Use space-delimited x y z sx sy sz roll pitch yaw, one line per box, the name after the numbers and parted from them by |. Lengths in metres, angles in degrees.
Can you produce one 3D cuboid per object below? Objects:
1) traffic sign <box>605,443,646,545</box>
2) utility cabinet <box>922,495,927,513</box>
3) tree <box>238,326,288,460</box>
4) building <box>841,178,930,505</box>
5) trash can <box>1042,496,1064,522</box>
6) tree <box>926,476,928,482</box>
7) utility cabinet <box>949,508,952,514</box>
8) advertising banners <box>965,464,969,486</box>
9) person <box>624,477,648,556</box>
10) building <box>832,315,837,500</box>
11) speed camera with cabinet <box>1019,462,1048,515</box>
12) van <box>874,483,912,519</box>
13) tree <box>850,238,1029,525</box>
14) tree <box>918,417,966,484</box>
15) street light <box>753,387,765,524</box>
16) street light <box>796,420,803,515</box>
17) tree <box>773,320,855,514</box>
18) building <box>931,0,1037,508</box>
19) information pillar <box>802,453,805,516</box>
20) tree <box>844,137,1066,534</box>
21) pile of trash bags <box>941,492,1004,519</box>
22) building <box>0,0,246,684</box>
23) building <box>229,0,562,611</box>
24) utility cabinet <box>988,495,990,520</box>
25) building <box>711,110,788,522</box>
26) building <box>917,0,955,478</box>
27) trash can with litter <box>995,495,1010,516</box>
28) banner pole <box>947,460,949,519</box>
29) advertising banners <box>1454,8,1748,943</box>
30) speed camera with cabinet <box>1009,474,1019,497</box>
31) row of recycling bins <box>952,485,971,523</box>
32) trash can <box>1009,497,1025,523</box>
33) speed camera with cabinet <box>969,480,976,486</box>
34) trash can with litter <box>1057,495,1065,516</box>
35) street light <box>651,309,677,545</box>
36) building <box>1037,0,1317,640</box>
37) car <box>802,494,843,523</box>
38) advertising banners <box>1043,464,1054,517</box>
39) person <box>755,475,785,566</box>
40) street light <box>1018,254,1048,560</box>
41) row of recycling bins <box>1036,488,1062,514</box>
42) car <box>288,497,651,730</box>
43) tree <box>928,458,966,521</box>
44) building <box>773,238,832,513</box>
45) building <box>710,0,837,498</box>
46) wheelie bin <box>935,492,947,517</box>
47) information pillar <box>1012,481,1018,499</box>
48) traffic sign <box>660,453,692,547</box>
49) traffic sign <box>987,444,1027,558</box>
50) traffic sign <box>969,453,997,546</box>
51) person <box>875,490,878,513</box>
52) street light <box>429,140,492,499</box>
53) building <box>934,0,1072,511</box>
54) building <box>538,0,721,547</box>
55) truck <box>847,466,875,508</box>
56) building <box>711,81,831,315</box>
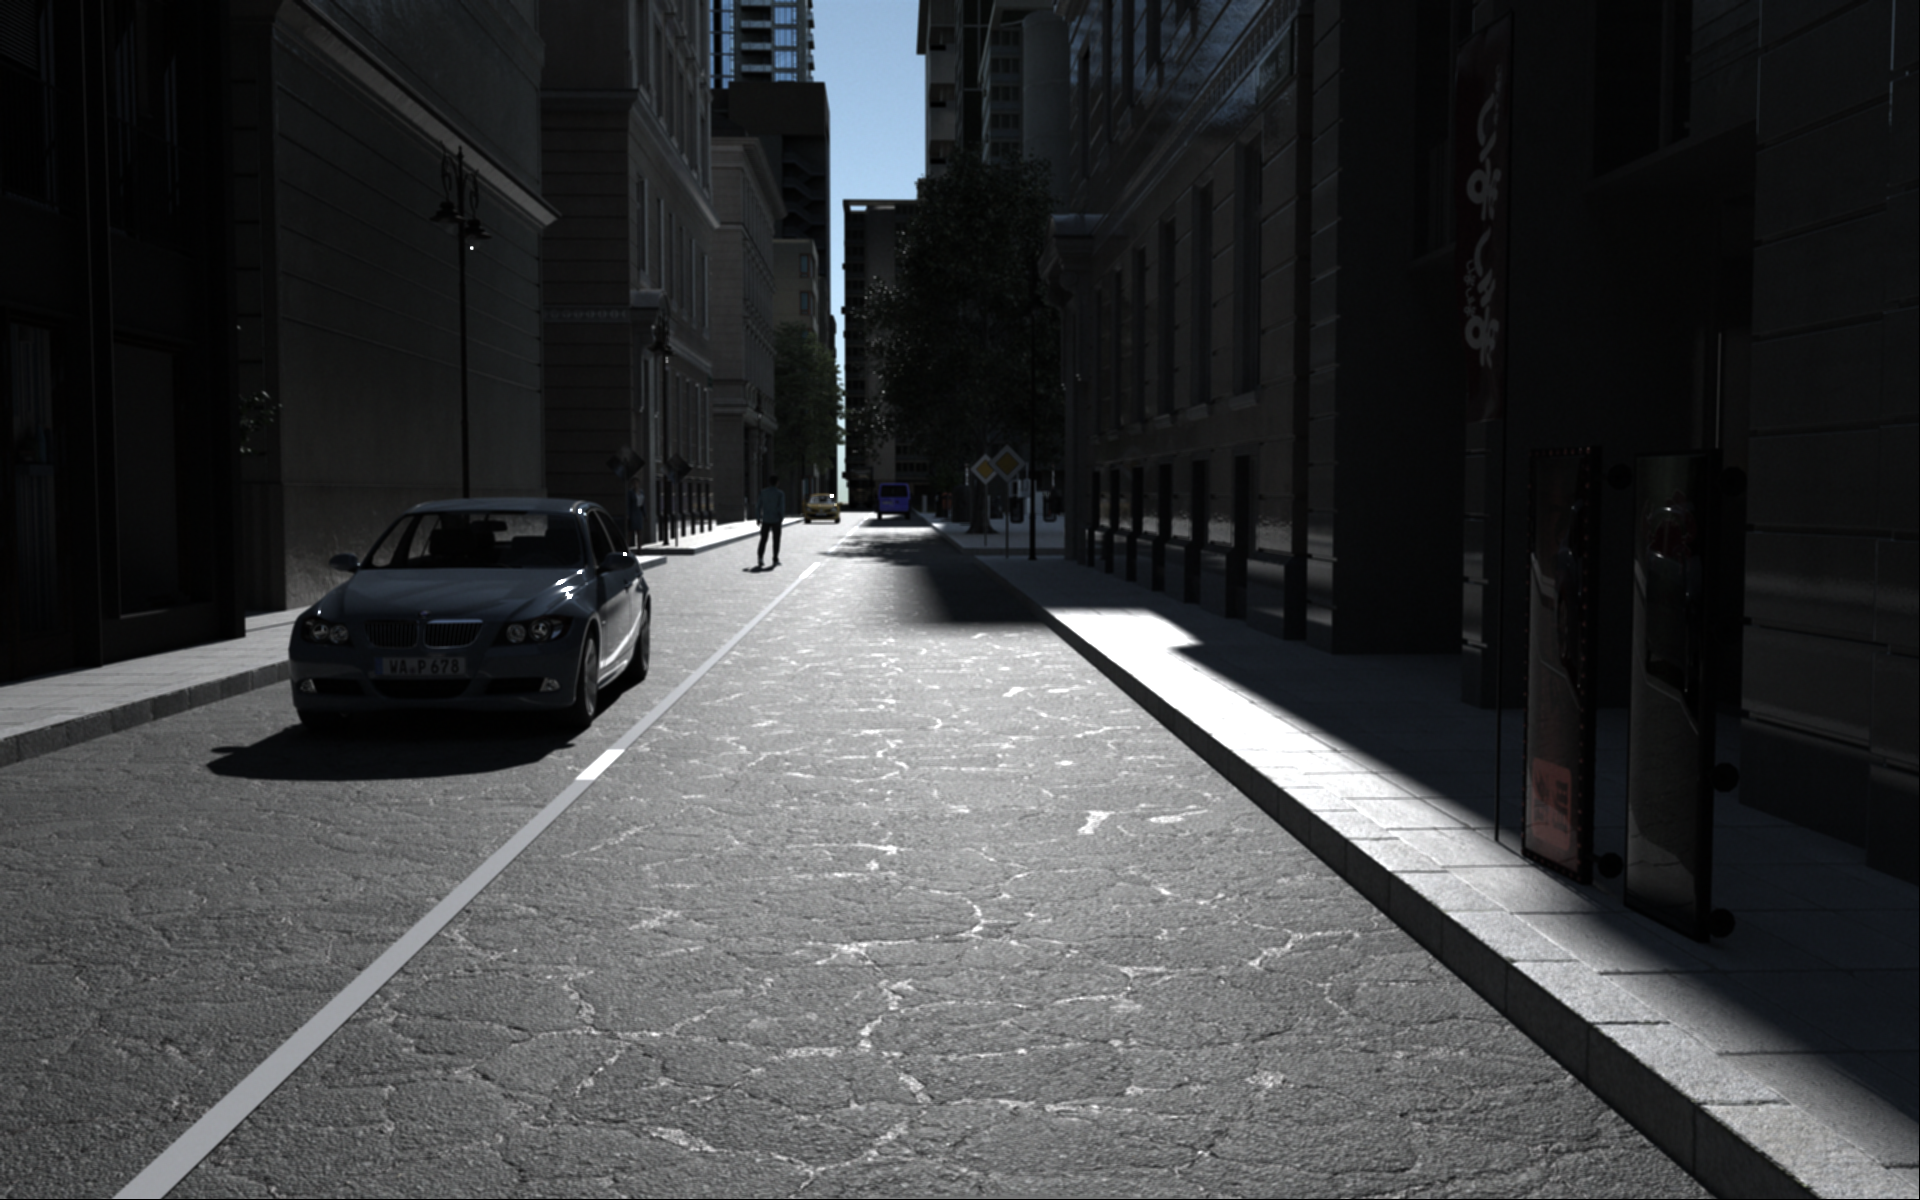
-6.603 -1.871 34.233 0.795 2.450 0.064 0 4 -2 | traffic sign
-2.391 -6.469 116.933 0.306 1.237 1.020 0 4 -4 | utility cabinet
-7.704 -1.360 16.834 1.663 3.219 1.824 0 3 0 | tree
-2.606 -32.050 215.890 23.993 40.220 32.217 0 4 -2 | building
4.151 -4.178 79.963 0.748 1.137 0.748 0 3 0 | trash can
-1.084 -6.081 94.031 1.663 3.219 1.824 0 3 0 | tree
-0.959 -6.014 109.492 1.020 1.237 0.306 2 4 33 | utility cabinet
0.731 -6.366 100.270 0.090 3.025 2.074 2 4 27 | advertising banners
-7.412 -1.895 39.514 0.581 1.822 0.654 -2 4 -31 | person
-25.809 -19.333 161.128 27.650 21.520 28.899 0 4 -2 | building
4.718 -6.886 106.923 0.660 3.252 2.038 -3 4 -37 | speed camera with cabinet
-3.813 -5.808 99.340 2.240 2.365 5.245 0 4 -3 | van
0.422 -9.823 70.984 12.009 13.543 11.850 0 3 0 | tree
-1.214 -10.286 118.540 4.360 8.622 3.978 0 3 0 | tree
-8.665 -6.239 74.789 0.468 5.910 1.993 0 4 -2 | street light
-9.889 -8.174 106.438 0.468 5.910 1.993 0 4 -2 | street light
-10.545 -11.927 113.126 7.486 12.596 7.792 0 3 0 | tree
7.923 -43.812 154.579 20.563 71.187 20.611 0 4 -2 | building
-9.032 -6.637 99.862 0.183 3.616 0.504 0 4 4 | information pillar
0.803 -8.487 55.763 9.611 12.733 9.660 0 3 0 | tree
0.666 -4.928 90.328 3.447 1.369 1.912 1 4 17 | pile of trash bags
-12.243 -10.827 6.692 12.332 23.373 15.834 0 4 -2 | building
-21.913 -11.727 25.025 30.059 22.955 16.112 0 4 -2 | building
1.057 -4.586 86.150 0.306 1.237 1.020 3 5 40 | utility cabinet
-14.522 -14.094 81.351 10.553 20.767 40.483 0 4 -2 | building
10.087 -36.086 179.252 28.713 52.752 27.495 0 4 -2 | building
2.549 -5.719 104.562 1.678 1.210 2.233 2 4 27 | trash can with litter
-0.609 -5.984 87.854 0.401 3.779 0.863 0 4 -1 | banner pole
2.036 -0.588 5.798 0.090 3.025 2.074 0 4 -5 | advertising banners
3.818 -7.085 110.173 0.660 3.252 2.038 2 4 30 | speed camera with cabinet
0.413 -4.388 78.860 1.069 1.692 3.534 1 4 17 | row of recycling bins
2.515 -3.966 76.490 0.748 1.137 0.748 0 3 0 | trash can
1.043 -7.112 110.621 0.660 3.252 2.038 1 4 10 | speed camera with cabinet
6.630 -5.573 102.184 2.233 1.210 1.678 -1 4 -16 | trash can with litter
-7.393 -4.317 43.377 0.468 5.910 1.993 0 4 -2 | street light
8.673 -14.578 24.258 13.634 28.700 20.117 0 4 -2 | building
-6.821 -4.631 85.938 2.015 1.641 3.980 0 4 -3 | car
5.003 -6.173 97.112 0.090 3.025 2.074 1 4 21 | advertising banners
-3.825 -1.604 34.739 0.660 1.820 0.620 1 4 14 | person
1.412 -3.718 33.581 0.468 5.910 1.993 0 4 -2 | street light
5.469 -6.622 115.382 1.069 1.692 3.534 -3 5 -41 | row of recycling bins
-3.216 -0.005 12.090 2.014 1.417 4.499 0 4 -3 | car
-0.566 -5.374 82.466 1.663 3.219 1.824 0 3 0 | tree
-24.315 -17.510 131.332 27.650 21.520 28.899 0 4 -2 | building
-30.676 -54.860 209.634 31.000 86.520 22.319 0 4 -2 | building
-0.931 -5.440 96.846 0.693 1.594 0.980 3 5 43 | wheelie bin
3.149 -5.826 99.746 0.304 2.012 0.304 -1 4 -8 | information pillar
-6.914 -2.359 42.212 0.795 2.450 0.064 0 4 -2 | traffic sign
0.937 -1.888 34.506 0.795 2.450 0.064 0 4 -2 | traffic sign
0.625 -2.376 42.485 0.795 2.450 0.064 0 4 -2 | traffic sign
-6.361 -7.635 134.135 0.742 1.727 0.445 3 5 43 | person
-6.630 -3.080 23.151 0.468 5.910 1.993 0 4 -2 | street light
14.290 -26.980 132.996 32.217 40.220 23.993 0 4 -2 | building
-14.509 -16.204 50.843 13.634 28.700 20.117 0 4 -2 | building
-10.100 -11.501 176.946 2.839 4.237 11.283 0 4 -3 | truck
-21.210 -32.729 185.224 14.200 45.320 14.600 0 4 -2 | building
